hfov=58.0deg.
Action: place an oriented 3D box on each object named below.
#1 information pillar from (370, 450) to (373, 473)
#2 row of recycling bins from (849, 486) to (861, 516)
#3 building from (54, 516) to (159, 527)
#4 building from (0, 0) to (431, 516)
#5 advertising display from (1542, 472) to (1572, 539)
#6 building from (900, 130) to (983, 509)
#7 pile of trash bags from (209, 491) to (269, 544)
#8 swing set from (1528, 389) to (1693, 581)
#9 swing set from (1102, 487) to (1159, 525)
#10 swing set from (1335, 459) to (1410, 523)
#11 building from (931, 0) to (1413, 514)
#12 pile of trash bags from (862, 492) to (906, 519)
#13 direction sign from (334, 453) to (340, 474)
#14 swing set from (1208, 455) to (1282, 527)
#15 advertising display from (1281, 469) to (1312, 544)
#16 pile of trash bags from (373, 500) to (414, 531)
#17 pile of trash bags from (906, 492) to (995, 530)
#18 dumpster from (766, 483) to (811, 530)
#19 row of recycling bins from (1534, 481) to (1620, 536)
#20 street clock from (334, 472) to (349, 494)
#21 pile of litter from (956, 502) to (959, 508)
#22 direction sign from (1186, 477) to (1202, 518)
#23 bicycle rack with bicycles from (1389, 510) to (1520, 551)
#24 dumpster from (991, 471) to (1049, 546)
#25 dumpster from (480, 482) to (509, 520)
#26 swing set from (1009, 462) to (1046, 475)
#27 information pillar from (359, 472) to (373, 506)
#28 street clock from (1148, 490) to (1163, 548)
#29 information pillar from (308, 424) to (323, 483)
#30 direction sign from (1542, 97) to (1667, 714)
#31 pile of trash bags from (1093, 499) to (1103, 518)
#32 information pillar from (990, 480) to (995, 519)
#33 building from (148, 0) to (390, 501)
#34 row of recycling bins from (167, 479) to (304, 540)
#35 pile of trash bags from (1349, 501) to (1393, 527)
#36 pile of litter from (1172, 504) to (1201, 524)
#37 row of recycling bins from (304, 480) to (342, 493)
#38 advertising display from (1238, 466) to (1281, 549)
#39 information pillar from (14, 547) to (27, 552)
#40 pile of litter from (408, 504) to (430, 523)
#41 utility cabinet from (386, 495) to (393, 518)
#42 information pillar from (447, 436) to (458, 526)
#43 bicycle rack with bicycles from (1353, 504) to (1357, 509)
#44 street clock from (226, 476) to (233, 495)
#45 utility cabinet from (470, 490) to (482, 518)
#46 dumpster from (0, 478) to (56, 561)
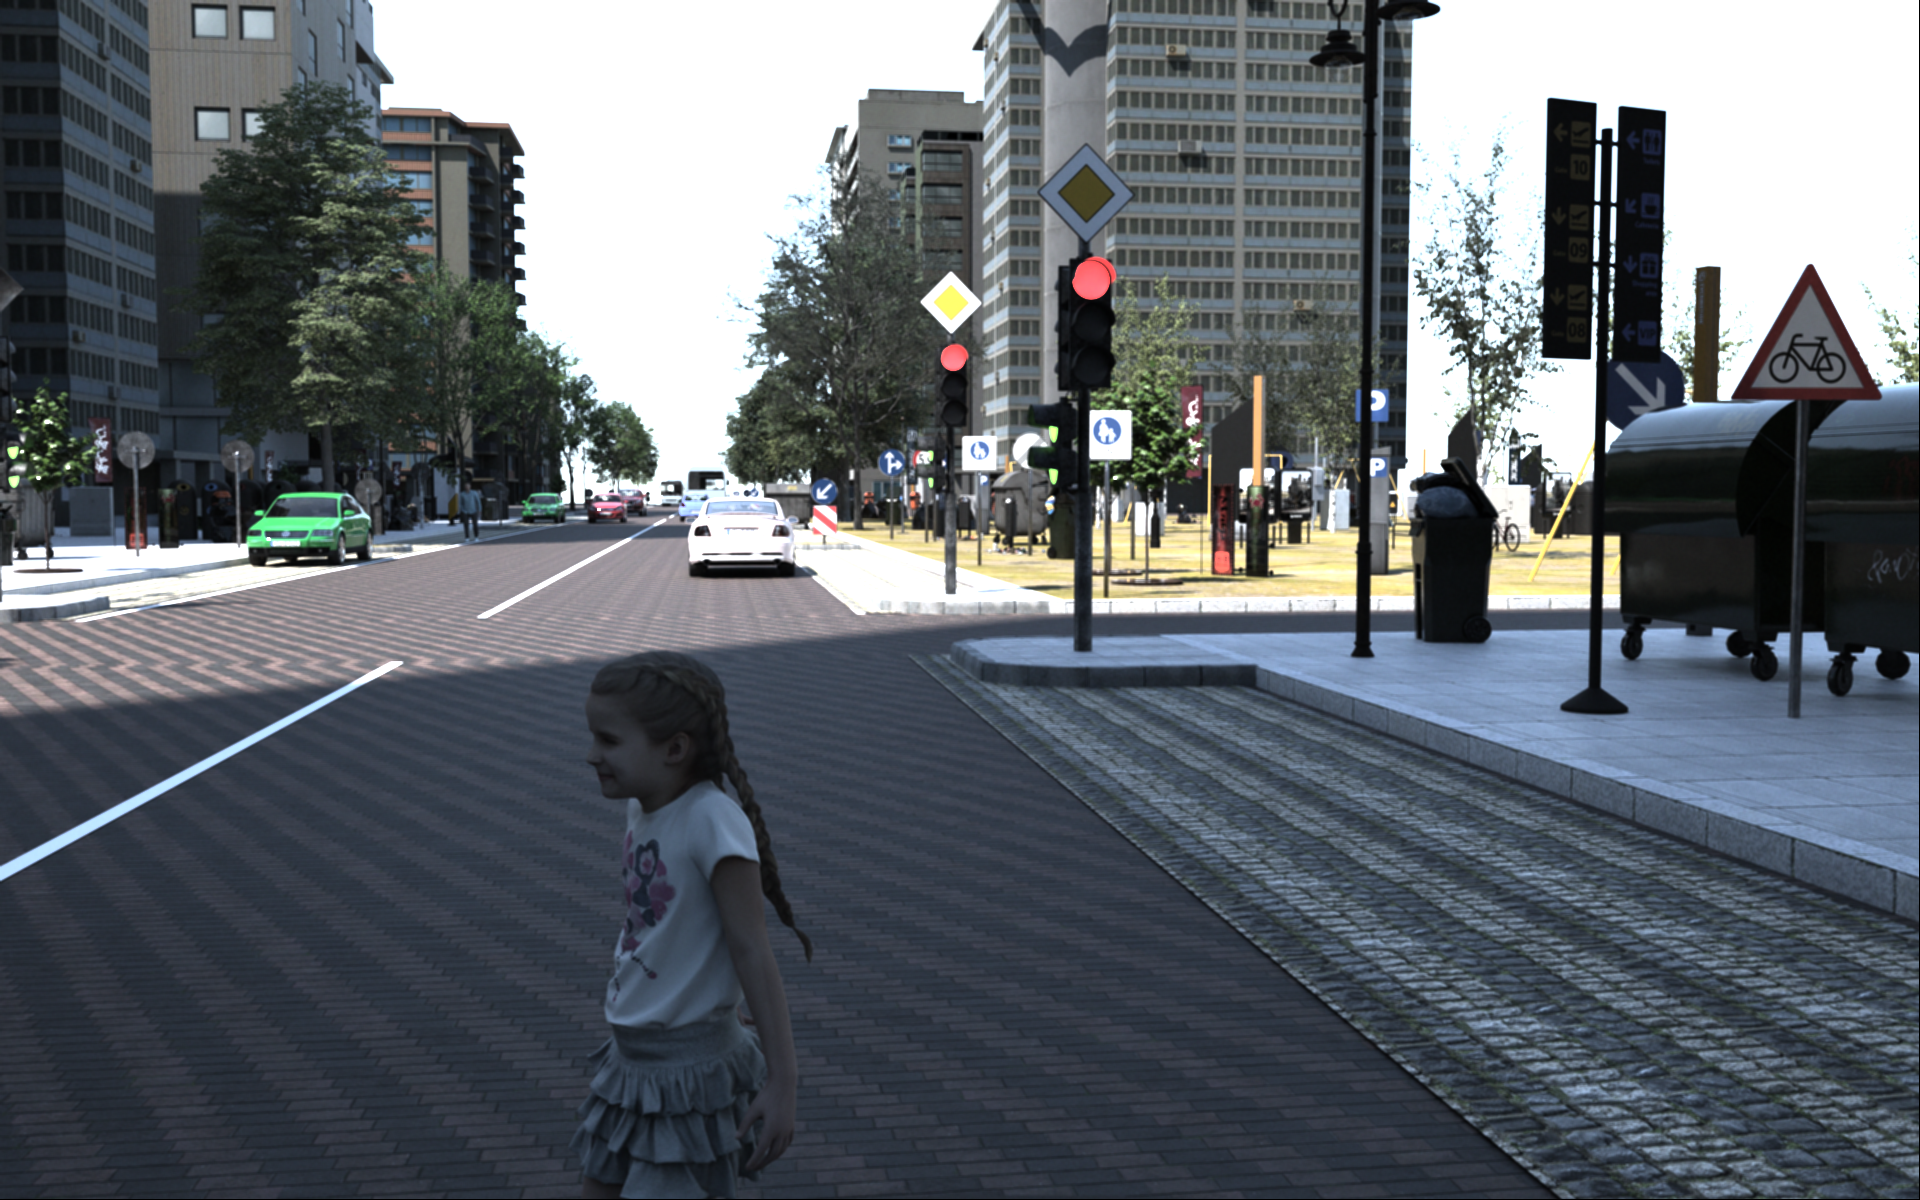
[{"bbox_3d":[-31.051,-6.121,91.437,0.183,3.616,0.504,-1,4,-21],"label":"information pillar"},{"bbox_3d":[-5.789,-5.251,92.967,1.069,1.692,3.534,0,4,-3],"label":"row of recycling bins"},{"bbox_3d":[-47.800,-23.162,70.578,32.217,40.220,23.993,0,4,-8],"label":"building"},{"bbox_3d":[-57.267,-26.843,130.761,32.217,40.220,23.993,0,4,-8],"label":"building"},{"bbox_3d":[17.088,-2.713,49.571,0.974,1.923,0.123,-1,4,-22],"label":"advertising display"},{"bbox_3d":[3.110,-22.622,141.565,14.160,30.474,14.107,0,4,-8],"label":"building"},{"bbox_3d":[-19.012,-2.218,46.023,3.447,1.369,1.912,3,5,43],"label":"pile of trash bags"},{"bbox_3d":[10.493,-1.712,25.618,2.862,2.851,3.119,3,5,44],"label":"swing set"},{"bbox_3d":[6.712,-4.697,74.418,3.119,2.851,2.862,3,5,42],"label":"swing set"},{"bbox_3d":[17.944,-4.825,76.508,2.862,2.851,3.119,-1,4,-16],"label":"swing set"},{"bbox_3d":[14.692,-26.385,123.271,32.217,40.220,23.993,0,4,-8],"label":"building"},{"bbox_3d":[-3.377,-4.866,89.313,3.447,1.369,1.912,-3,5,-44],"label":"pile of trash bags"},{"bbox_3d":[-32.166,-5.961,89.456,0.379,3.537,0.876,0,4,-3],"label":"direction sign"},{"bbox_3d":[11.297,-4.389,69.373,3.119,2.851,2.862,1,4,9],"label":"swing set"},{"bbox_3d":[8.602,-2.403,44.497,0.974,1.923,0.123,-1,4,-23],"label":"advertising display"},{"bbox_3d":[-20.793,-3.070,59.944,1.912,1.369,3.447,3,4,37],"label":"pile of trash bags"},{"bbox_3d":[0.059,-3.210,62.230,3.447,1.369,1.912,-1,4,-18],"label":"pile of trash bags"},{"bbox_3d":[-6.847,-3.715,68.956,1.865,1.857,1.264,0,4,-7],"label":"dumpster"},{"bbox_3d":[19.486,-2.890,54.362,1.069,1.692,3.534,-2,4,-29],"label":"row of recycling bins"},{"bbox_3d":[-20.143,-3.170,56.393,0.358,2.002,0.471,2,4,28],"label":"street clock"},{"bbox_3d":[-0.470,-4.842,93.127,1.176,0.858,1.719,0,4,-5],"label":"pile of litter"},{"bbox_3d":[12.825,-6.289,94.827,0.876,3.537,0.379,1,4,14],"label":"direction sign"},{"bbox_3d":[11.188,-1.612,39.741,2.852,0.926,2.925,0,4,-5],"label":"bicycle rack with bicycles"},{"bbox_3d":[1.545,-2.327,43.810,1.264,1.857,1.865,0,4,-8],"label":"dumpster"},{"bbox_3d":[-23.001,-4.878,85.517,1.264,1.857,1.865,0,4,-8],"label":"dumpster"},{"bbox_3d":[3.761,-5.368,85.389,3.119,2.851,2.862,-1,4,-8],"label":"swing set"},{"bbox_3d":[-19.504,-3.207,56.922,0.304,2.012,0.304,3,4,37],"label":"information pillar"},{"bbox_3d":[4.643,-2.237,41.142,0.358,2.002,0.471,2,4,30],"label":"street clock"},{"bbox_3d":[-20.017,-3.831,53.993,0.504,3.616,0.183,-1,4,-22],"label":"information pillar"},{"bbox_3d":[3.759,-1.111,10.158,0.876,3.537,0.379,-2,4,-23],"label":"direction sign"},{"bbox_3d":[6.116,-5.015,91.743,1.912,1.369,3.447,2,4,34],"label":"pile of trash bags"},{"bbox_3d":[1.545,-5.088,87.678,0.304,2.012,0.304,-3,5,-43],"label":"information pillar"},{"bbox_3d":[-50.970,-31.474,103.844,28.713,52.752,27.495,0,4,-8],"label":"building"},{"bbox_3d":[-20.556,-2.550,48.813,3.534,1.692,1.069,0,4,-1],"label":"row of recycling bins"},{"bbox_3d":[15.539,-3.596,68.542,1.912,1.369,3.447,-2,4,-29],"label":"pile of trash bags"},{"bbox_3d":[9.898,-3.769,75.589,1.176,0.858,1.719,-1,4,-11],"label":"pile of litter"},{"bbox_3d":[-19.817,-2.719,51.572,1.069,1.692,3.534,2,4,26],"label":"row of recycling bins"},{"bbox_3d":[6.996,-2.170,40.696,0.974,1.923,0.123,3,4,37],"label":"advertising display"},{"bbox_3d":[-21.079,-2.090,38.657,0.304,2.012,0.304,0,4,-1],"label":"information pillar"},{"bbox_3d":[-24.330,-3.893,77.609,1.719,0.858,1.176,-3,5,-44],"label":"pile of litter"},{"bbox_3d":[-30.101,-4.901,91.299,1.020,1.237,0.306,-2,4,-25],"label":"utility cabinet"},{"bbox_3d":[-20.592,-4.827,70.274,0.504,3.616,0.183,2,4,34],"label":"information pillar"},{"bbox_3d":[16.837,-3.591,72.088,2.925,0.926,2.852,0,4,1],"label":"bicycle rack with bicycles"},{"bbox_3d":[-29.436,-3.990,69.808,0.358,2.002,0.471,-2,4,-27],"label":"street clock"},{"bbox_3d":[-26.229,-5.195,93.616,1.173,1.500,0.318,3,5,41],"label":"utility cabinet"},{"bbox_3d":[-18.654,-1.722,33.909,1.264,1.857,1.865,0,4,-8],"label":"dumpster"}]
